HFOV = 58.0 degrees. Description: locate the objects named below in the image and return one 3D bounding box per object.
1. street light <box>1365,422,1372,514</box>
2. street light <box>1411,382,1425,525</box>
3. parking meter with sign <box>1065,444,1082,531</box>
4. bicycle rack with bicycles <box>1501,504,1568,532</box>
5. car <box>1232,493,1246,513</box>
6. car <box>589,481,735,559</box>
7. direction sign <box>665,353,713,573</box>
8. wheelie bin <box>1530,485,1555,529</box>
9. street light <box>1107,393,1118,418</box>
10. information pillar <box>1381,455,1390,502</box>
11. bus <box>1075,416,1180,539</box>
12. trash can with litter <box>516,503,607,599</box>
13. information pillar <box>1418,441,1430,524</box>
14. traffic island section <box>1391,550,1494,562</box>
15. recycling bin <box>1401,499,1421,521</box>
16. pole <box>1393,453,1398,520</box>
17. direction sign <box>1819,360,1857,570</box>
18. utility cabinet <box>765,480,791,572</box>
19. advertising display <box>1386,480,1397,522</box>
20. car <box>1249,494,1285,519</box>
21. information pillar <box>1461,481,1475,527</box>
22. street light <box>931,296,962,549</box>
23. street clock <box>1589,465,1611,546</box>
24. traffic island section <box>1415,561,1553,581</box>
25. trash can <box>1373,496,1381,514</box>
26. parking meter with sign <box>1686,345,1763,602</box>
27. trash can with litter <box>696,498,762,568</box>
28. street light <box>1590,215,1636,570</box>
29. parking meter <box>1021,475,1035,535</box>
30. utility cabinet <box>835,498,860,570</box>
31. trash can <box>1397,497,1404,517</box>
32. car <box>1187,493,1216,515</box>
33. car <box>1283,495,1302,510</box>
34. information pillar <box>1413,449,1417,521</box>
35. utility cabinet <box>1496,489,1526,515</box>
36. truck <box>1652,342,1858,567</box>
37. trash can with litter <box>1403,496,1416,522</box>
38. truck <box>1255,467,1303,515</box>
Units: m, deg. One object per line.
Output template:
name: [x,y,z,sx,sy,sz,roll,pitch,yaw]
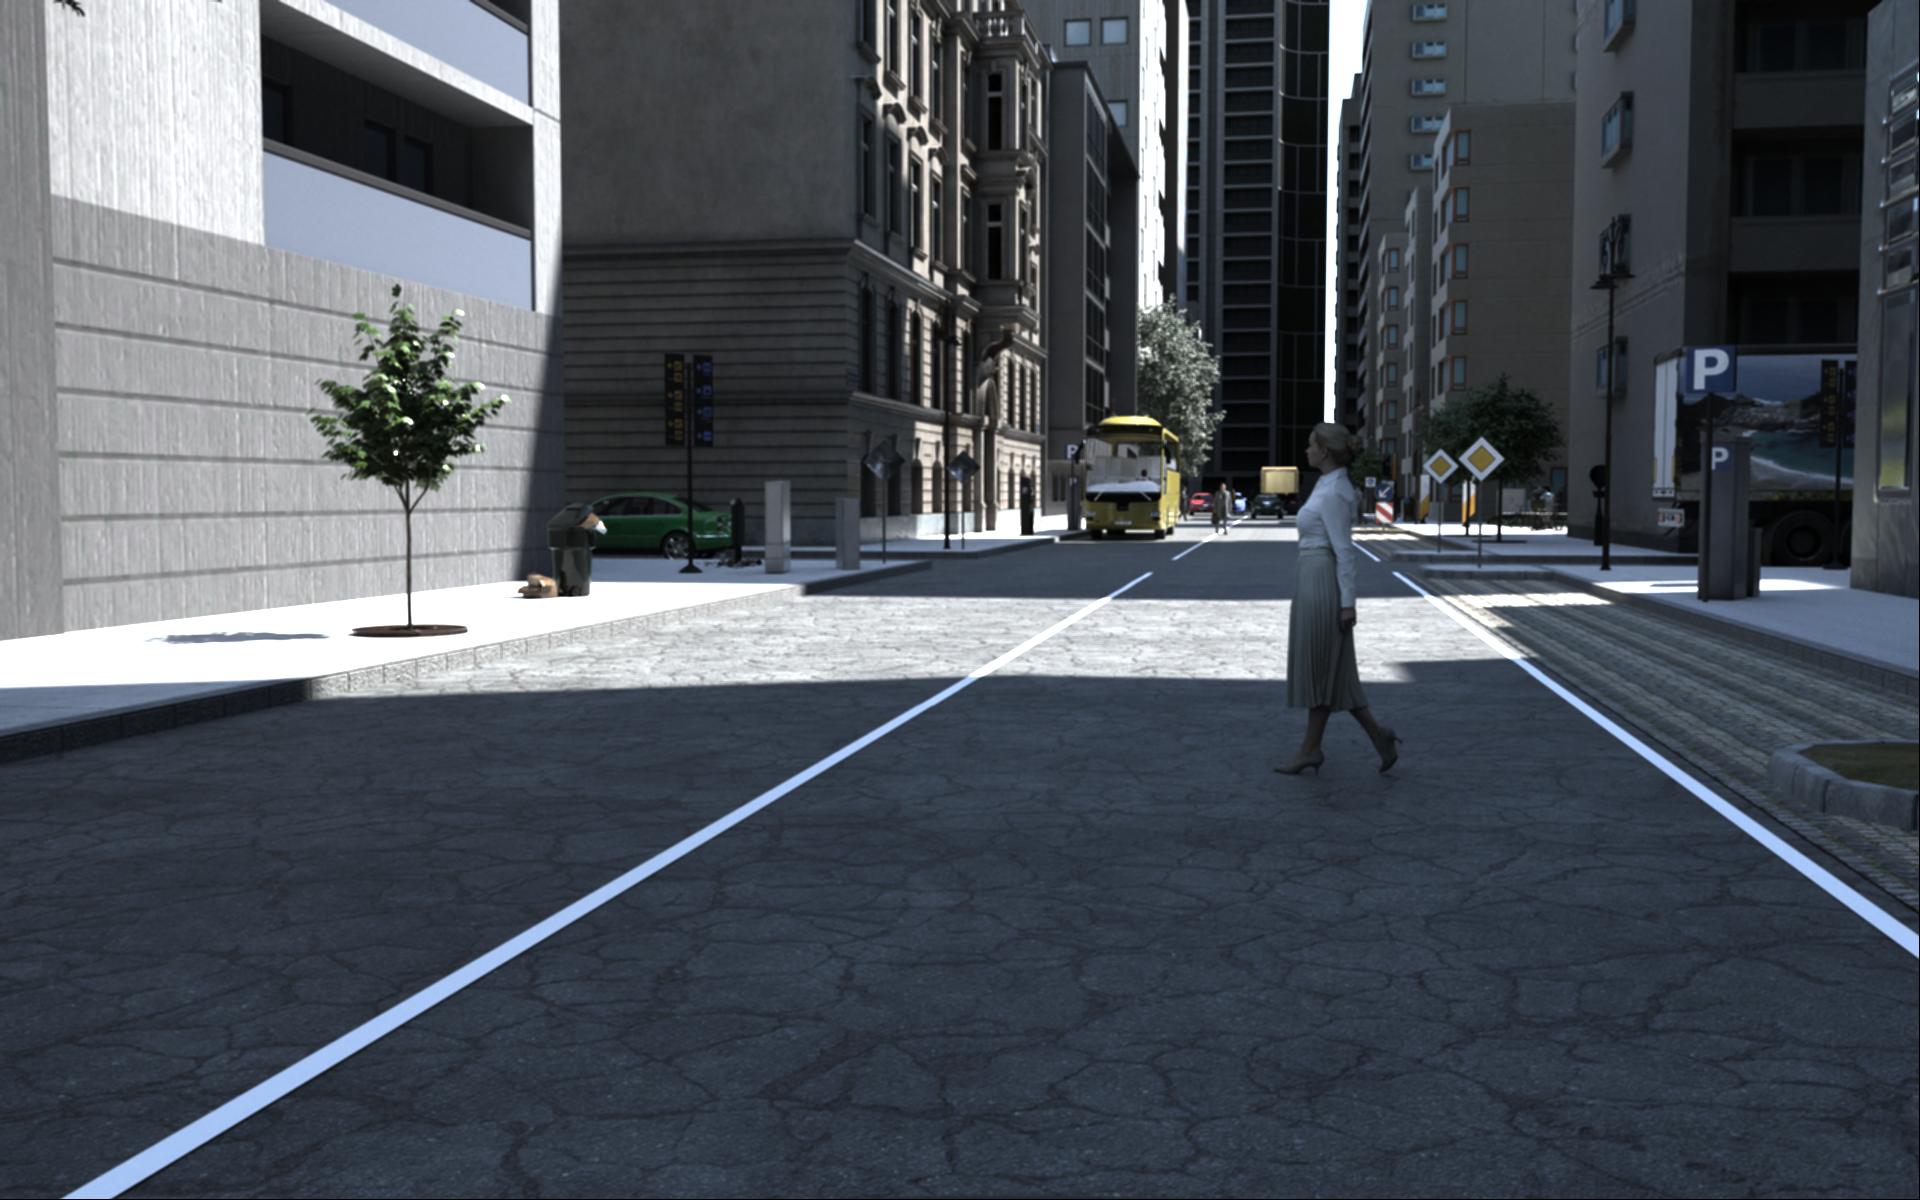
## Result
street light: [26.040,-8.414,110.364,0.468,5.910,1.993,1,4,11]
street light: [18.942,-6.052,71.736,0.468,5.910,1.993,1,4,11]
parking meter with sign: [4.036,-3.958,60.981,0.543,3.016,1.738,1,4,9]
bicycle rack with bicycles: [20.291,-2.865,60.226,2.925,0.926,2.852,-1,4,-18]
car: [20.349,-7.301,128.965,1.945,1.707,3.694,1,4,10]
car: [-6.930,-1.672,36.140,4.718,1.807,1.959,1,4,9]
direction sign: [-4.398,-2.213,28.183,0.876,3.537,0.379,-3,5,-40]
wheelie bin: [21.131,-3.358,62.810,0.693,1.594,0.980,-3,4,-37]
street light: [7.021,-6.529,79.533,0.468,5.910,1.993,1,4,11]
information pillar: [25.211,-6.799,102.524,0.504,3.616,0.183,-1,4,-12]
bus: [5.904,-4.086,58.350,2.896,3.916,12.252,1,4,9]
trash can with litter: [-4.945,-0.617,21.475,0.624,1.170,1.055,2,4,32]
information pillar: [19.930,-5.071,74.270,0.504,3.616,0.183,-2,4,-32]
traffic island section: [10.507,-0.956,37.912,2.009,0.180,2.903,1,4,11]
recycling bin: [21.652,-4.315,83.101,0.722,1.027,0.722,-1,4,-19]
pole: [21.347,-5.575,85.002,0.158,3.312,0.155,0,3,0]
direction sign: [14.922,-2.289,29.415,0.876,3.537,0.379,-1,4,-21]
utility cabinet: [-3.001,-1.207,28.421,0.318,1.500,1.173,0,4,0]
advertising display: [19.966,-4.583,80.152,0.123,1.923,0.974,0,4,-7]
car: [18.130,-5.533,102.270,2.131,1.459,4.920,1,4,9]
information pillar: [19.619,-4.613,66.781,0.504,3.616,0.183,-1,4,-10]
street light: [-0.305,-4.140,40.470,0.468,5.910,1.993,1,4,11]
street clock: [15.837,-2.345,42.905,0.471,2.002,0.358,1,4,11]
traffic island section: [9.035,-0.476,30.064,2.009,0.180,2.903,1,4,11]
trash can: [25.903,-5.828,106.937,0.748,1.137,0.748,0,3,0]
parking meter with sign: [9.358,-1.520,21.109,0.543,3.016,1.738,3,4,38]
trash can with litter: [-4.123,-1.222,31.045,1.678,1.210,2.233,0,4,-1]
street light: [10.886,-3.440,29.029,0.468,5.910,1.993,1,4,11]
parking meter: [2.117,-2.972,54.296,0.399,1.863,0.255,2,4,35]
utility cabinet: [-1.919,-1.132,29.674,0.306,1.237,1.020,-1,4,-11]
trash can: [24.587,-5.213,96.882,0.748,1.137,0.748,0,3,0]
car: [16.487,-6.627,117.396,2.155,1.783,4.494,1,4,10]
car: [29.805,-8.799,155.861,2.014,1.417,4.499,1,4,11]
information pillar: [21.349,-5.494,81.174,0.183,3.616,0.504,2,4,32]
utility cabinet: [23.968,-4.078,75.350,1.173,1.500,0.318,3,4,39]
truck: [19.227,-2.676,32.673,11.283,4.237,2.839,1,4,12]
trash can with litter: [20.617,-4.154,79.305,0.624,1.170,1.055,1,4,9]
truck: [22.769,-7.803,123.508,3.469,3.379,9.791,1,4,10]
